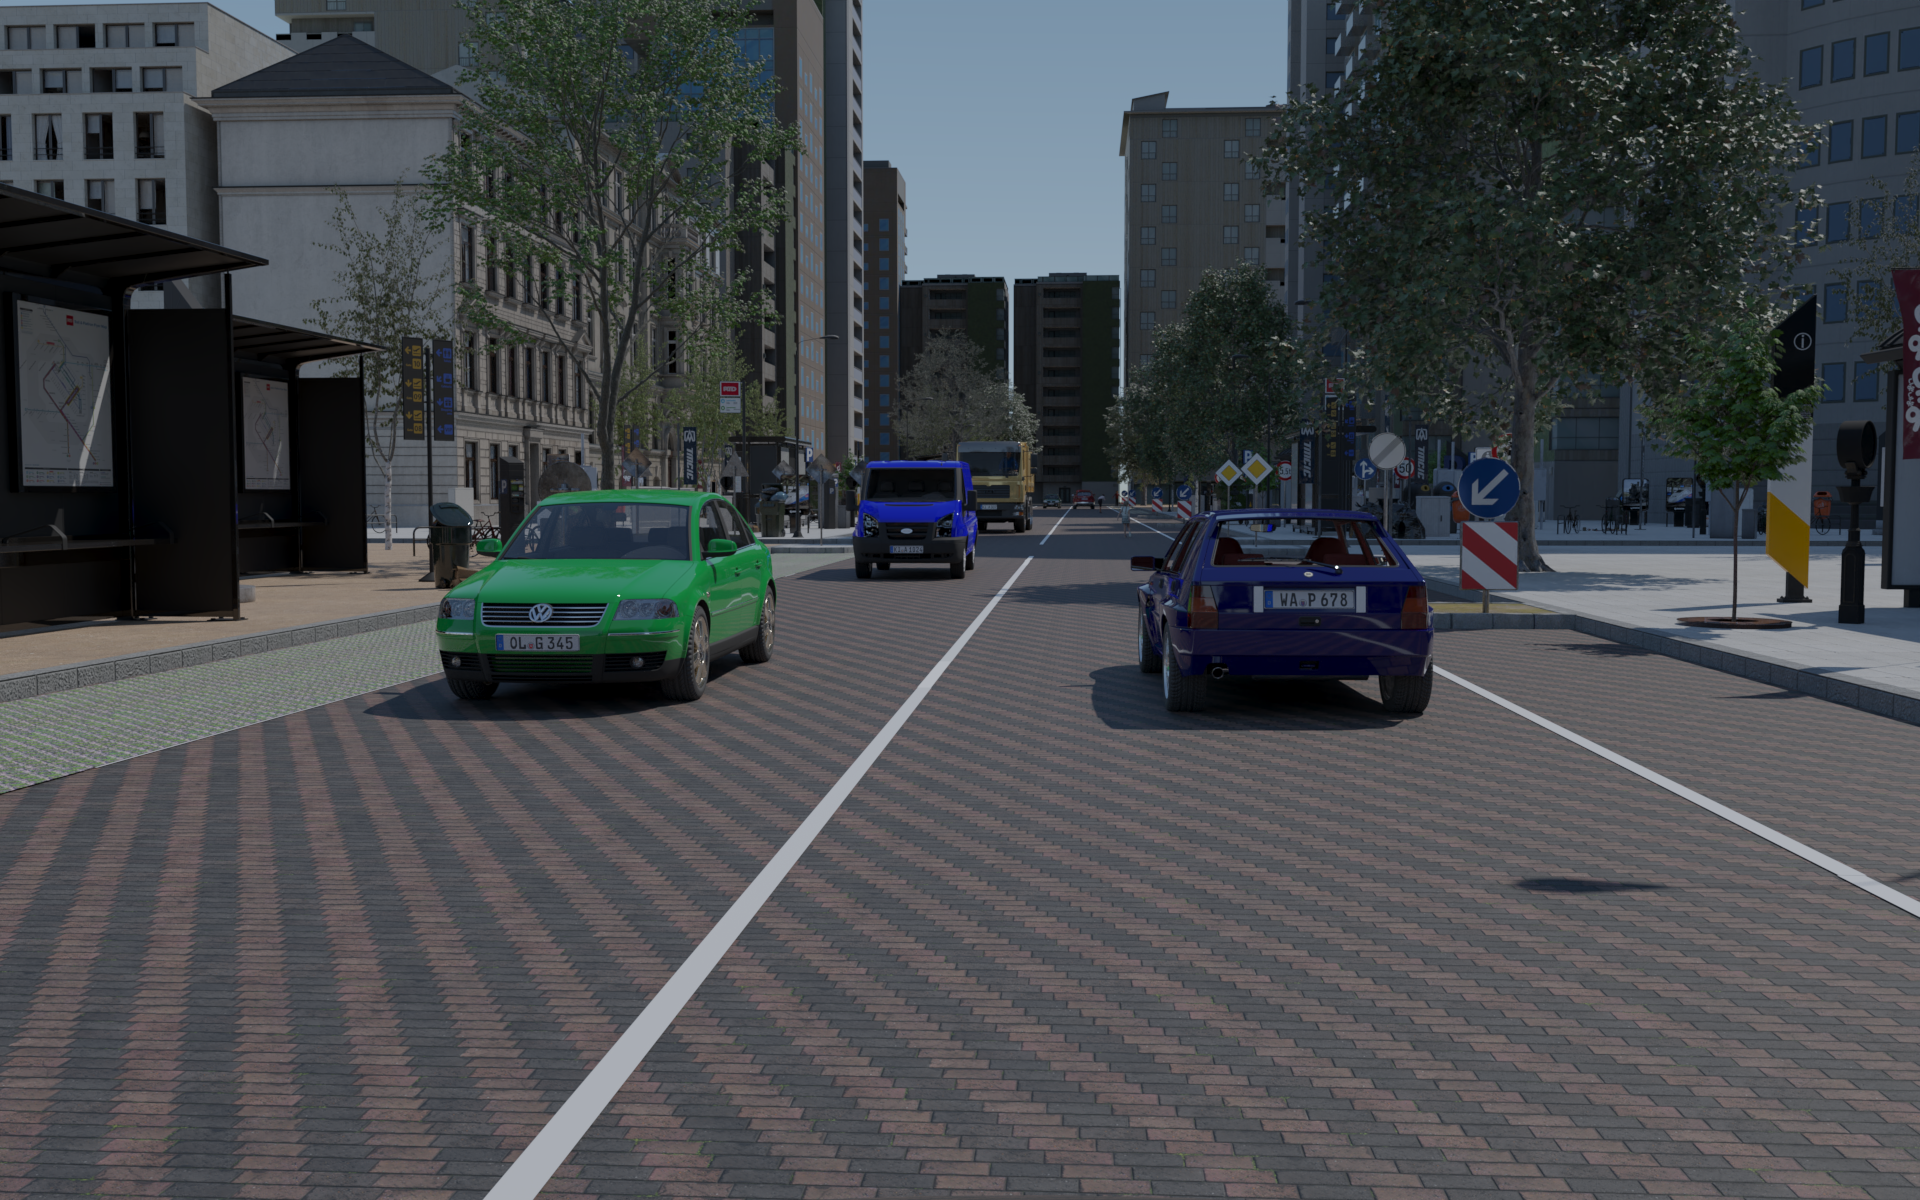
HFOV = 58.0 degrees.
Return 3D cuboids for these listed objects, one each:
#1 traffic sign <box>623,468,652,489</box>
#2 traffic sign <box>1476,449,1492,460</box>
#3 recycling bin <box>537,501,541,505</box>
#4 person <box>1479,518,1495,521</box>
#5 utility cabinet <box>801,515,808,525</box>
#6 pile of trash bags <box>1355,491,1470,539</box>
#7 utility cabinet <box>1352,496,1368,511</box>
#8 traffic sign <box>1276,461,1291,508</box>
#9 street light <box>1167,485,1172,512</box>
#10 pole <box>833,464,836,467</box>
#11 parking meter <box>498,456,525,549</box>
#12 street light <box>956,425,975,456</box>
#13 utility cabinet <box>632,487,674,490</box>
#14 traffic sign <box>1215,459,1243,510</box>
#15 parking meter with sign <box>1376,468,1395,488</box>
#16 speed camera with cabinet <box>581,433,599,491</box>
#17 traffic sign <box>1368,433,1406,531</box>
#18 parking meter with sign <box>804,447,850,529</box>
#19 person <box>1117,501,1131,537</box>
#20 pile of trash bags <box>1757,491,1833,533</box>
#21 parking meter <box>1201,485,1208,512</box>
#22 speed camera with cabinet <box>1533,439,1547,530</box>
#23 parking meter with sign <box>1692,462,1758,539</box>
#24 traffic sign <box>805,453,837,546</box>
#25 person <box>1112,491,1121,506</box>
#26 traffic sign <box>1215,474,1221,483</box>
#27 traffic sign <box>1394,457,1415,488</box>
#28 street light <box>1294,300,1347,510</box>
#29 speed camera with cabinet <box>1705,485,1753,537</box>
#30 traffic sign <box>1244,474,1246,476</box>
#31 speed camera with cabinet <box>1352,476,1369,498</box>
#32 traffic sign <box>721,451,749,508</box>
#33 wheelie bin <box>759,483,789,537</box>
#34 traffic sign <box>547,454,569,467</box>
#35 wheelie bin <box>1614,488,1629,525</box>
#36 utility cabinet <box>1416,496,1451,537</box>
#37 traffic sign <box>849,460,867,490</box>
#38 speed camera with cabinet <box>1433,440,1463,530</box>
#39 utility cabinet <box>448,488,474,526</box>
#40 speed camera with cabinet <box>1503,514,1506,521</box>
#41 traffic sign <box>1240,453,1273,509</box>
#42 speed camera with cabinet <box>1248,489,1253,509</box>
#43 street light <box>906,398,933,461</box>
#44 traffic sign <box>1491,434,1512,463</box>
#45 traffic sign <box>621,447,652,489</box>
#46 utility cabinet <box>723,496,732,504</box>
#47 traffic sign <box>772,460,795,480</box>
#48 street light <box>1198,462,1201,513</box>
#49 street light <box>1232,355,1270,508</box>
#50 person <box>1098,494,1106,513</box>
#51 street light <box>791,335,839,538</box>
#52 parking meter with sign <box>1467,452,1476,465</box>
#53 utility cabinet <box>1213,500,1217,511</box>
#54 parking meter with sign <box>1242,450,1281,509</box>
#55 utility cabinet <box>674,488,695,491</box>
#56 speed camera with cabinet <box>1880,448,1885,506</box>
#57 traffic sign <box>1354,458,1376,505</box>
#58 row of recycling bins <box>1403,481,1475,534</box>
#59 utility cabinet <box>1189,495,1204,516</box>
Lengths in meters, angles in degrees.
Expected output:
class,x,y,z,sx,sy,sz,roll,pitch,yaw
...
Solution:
class,x,y,z,sx,sy,sz,roll,pitch,yaw
traffic sign,-9.462,-3.110,50.845,0.884,2.594,0.081,1,4,9
traffic sign,11.646,-2.202,38.133,0.606,2.300,0.079,1,4,13
recycling bin,-14.311,-2.942,60.662,0.722,1.027,0.722,3,4,38
person,13.408,-2.149,43.660,0.654,1.822,0.581,0,4,3
utility cabinet,-6.726,-3.785,70.565,1.173,1.500,0.318,-3,5,-43
pile of trash bags,12.975,-2.454,49.881,3.447,1.369,1.912,1,4,13
utility cabinet,15.124,-3.340,65.776,0.306,1.237,1.020,-1,4,-14
traffic sign,12.438,-4.047,66.270,0.768,2.556,0.104,1,4,9
street light,14.506,-9.281,124.283,1.470,5.913,1.316,0,4,4
pole,-8.551,-7.580,117.774,0.158,3.312,0.155,0,3,0
parking meter,-6.914,-1.288,26.769,0.255,1.863,0.399,-3,5,-39
street light,0.287,-8.786,116.191,1.470,5.913,1.316,0,4,4
utility cabinet,-9.226,-2.639,51.824,1.173,1.500,0.318,-3,5,-44
traffic sign,7.752,-2.835,49.992,0.795,2.450,0.064,0,4,4
parking meter with sign,26.889,-6.979,110.366,1.738,3.016,0.543,-1,4,-8
speed camera with cabinet,-11.985,-3.760,55.814,0.660,3.252,2.038,-1,4,-10
traffic sign,8.847,-2.193,35.969,0.768,2.556,0.104,0,4,6
parking meter with sign,-4.916,-4.174,64.512,1.738,3.016,0.543,2,4,25
person,5.452,-2.686,57.437,0.505,1.210,0.382,1,4,15
pile of trash bags,27.518,-2.976,58.407,3.447,1.369,1.912,2,4,33
parking meter,16.558,-6.819,117.205,0.399,1.863,0.255,-1,4,-14
speed camera with cabinet,20.817,-4.207,63.128,0.660,3.252,2.038,0,4,4
parking meter with sign,22.020,-3.278,49.849,1.738,3.016,0.543,3,4,36
traffic sign,-3.425,-2.395,42.793,0.795,2.450,0.064,0,4,4
person,17.994,-11.615,198.368,1.348,1.831,0.705,-2,4,-25
traffic sign,14.034,-5.674,92.881,0.768,2.556,0.104,1,4,9
traffic sign,15.228,-3.620,59.294,0.768,2.556,0.104,1,4,10
street light,8.693,-4.221,41.550,1.470,5.913,1.316,0,4,4
speed camera with cabinet,23.505,-3.582,52.897,0.660,3.252,2.038,0,4,-1
traffic sign,17.195,-6.340,103.759,0.768,2.556,0.104,1,4,10
speed camera with cabinet,20.785,-5.798,89.139,2.038,3.252,0.660,0,4,6
traffic sign,-6.796,-3.195,52.238,0.884,2.594,0.081,1,4,11
wheelie bin,-5.558,-2.665,51.488,0.980,1.594,0.693,1,4,14
traffic sign,-10.234,-2.570,44.153,0.606,2.300,0.079,1,4,12
wheelie bin,28.032,-3.989,73.126,0.693,1.594,0.980,0,4,5
utility cabinet,14.183,-2.492,51.912,1.020,1.237,0.306,-1,4,-18
traffic sign,-2.864,-2.882,50.758,0.795,2.450,0.064,0,4,4
speed camera with cabinet,17.606,-4.158,62.319,0.660,3.252,2.038,0,4,-1
utility cabinet,-17.517,-3.185,60.761,0.318,1.500,1.173,1,4,15
speed camera with cabinet,19.045,-4.086,61.137,2.038,3.252,0.660,-2,4,-32
traffic sign,7.191,-2.348,42.027,0.795,2.450,0.064,0,4,4
speed camera with cabinet,16.985,-6.540,101.270,0.660,3.252,2.038,2,4,34
street light,-2.007,-6.787,83.511,1.470,5.913,1.316,0,4,4
traffic sign,11.443,-2.201,36.084,0.768,2.556,0.104,1,4,11
traffic sign,-7.993,-2.547,42.823,0.795,2.450,0.064,1,4,9
utility cabinet,-8.195,-2.941,59.245,0.306,1.237,1.020,2,4,27
traffic sign,-5.943,-3.495,58.321,0.795,2.450,0.064,0,4,5
street light,12.143,-7.282,91.608,1.470,5.913,1.316,0,4,4
street light,9.749,-5.211,57.748,1.470,5.913,1.316,0,4,4
person,10.619,-7.208,129.542,0.628,1.438,0.799,0,4,3
street light,-4.243,-4.788,50.827,1.470,5.913,1.316,0,4,4
parking meter with sign,21.185,-4.671,72.624,0.543,3.016,1.738,0,4,-8
utility cabinet,14.958,-5.360,98.794,1.020,1.237,0.306,-1,4,-9
parking meter with sign,11.838,-4.374,67.783,0.543,3.016,1.738,-3,4,-37
utility cabinet,-10.256,-3.333,63.178,1.173,1.500,0.318,2,4,25
speed camera with cabinet,18.212,-2.313,32.161,2.038,3.252,0.660,0,4,-8
traffic sign,14.423,-3.767,61.691,0.768,2.556,0.104,1,4,8
row of recycling bins,16.186,-3.006,56.266,3.534,1.692,1.069,0,4,2
utility cabinet,13.867,-5.517,101.366,0.306,1.237,1.020,-2,4,-35
